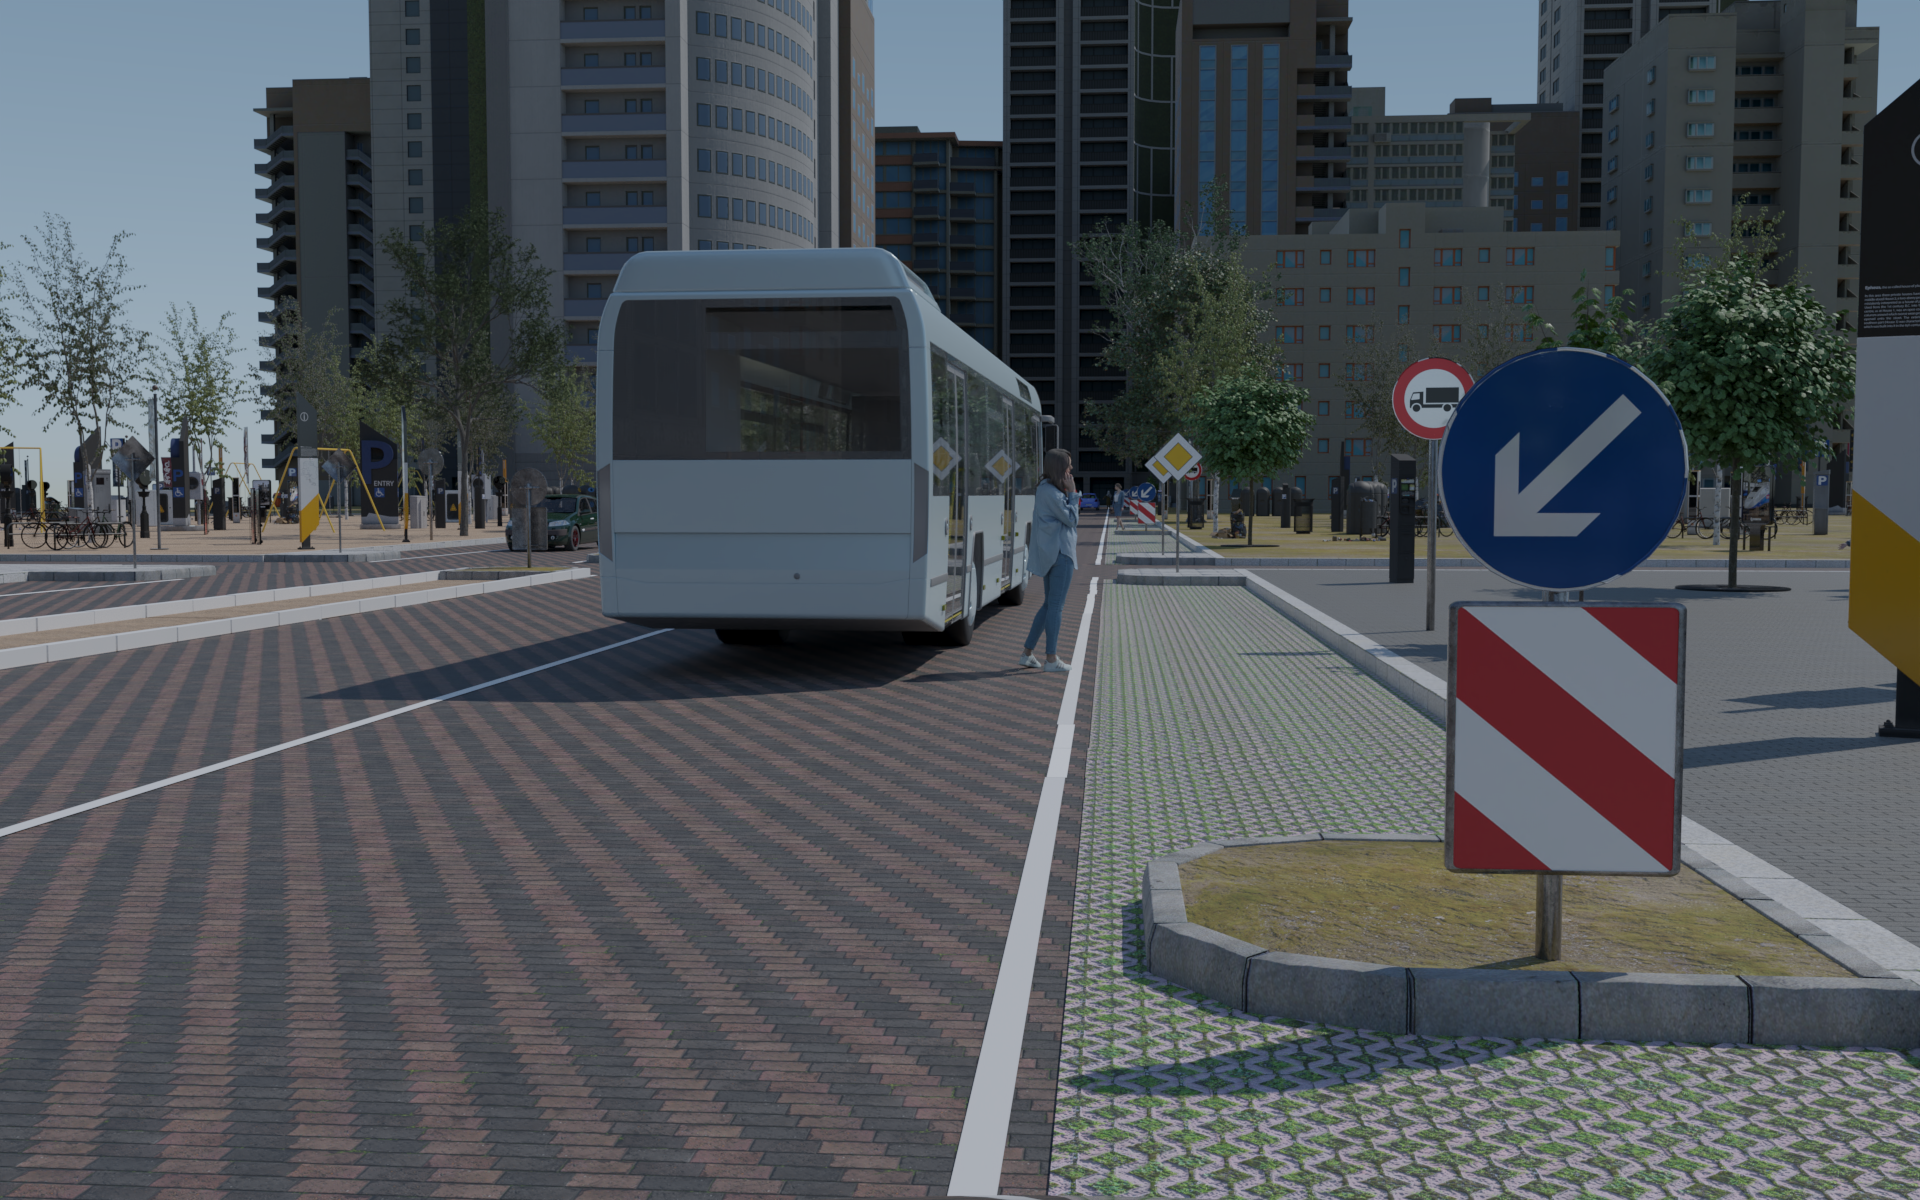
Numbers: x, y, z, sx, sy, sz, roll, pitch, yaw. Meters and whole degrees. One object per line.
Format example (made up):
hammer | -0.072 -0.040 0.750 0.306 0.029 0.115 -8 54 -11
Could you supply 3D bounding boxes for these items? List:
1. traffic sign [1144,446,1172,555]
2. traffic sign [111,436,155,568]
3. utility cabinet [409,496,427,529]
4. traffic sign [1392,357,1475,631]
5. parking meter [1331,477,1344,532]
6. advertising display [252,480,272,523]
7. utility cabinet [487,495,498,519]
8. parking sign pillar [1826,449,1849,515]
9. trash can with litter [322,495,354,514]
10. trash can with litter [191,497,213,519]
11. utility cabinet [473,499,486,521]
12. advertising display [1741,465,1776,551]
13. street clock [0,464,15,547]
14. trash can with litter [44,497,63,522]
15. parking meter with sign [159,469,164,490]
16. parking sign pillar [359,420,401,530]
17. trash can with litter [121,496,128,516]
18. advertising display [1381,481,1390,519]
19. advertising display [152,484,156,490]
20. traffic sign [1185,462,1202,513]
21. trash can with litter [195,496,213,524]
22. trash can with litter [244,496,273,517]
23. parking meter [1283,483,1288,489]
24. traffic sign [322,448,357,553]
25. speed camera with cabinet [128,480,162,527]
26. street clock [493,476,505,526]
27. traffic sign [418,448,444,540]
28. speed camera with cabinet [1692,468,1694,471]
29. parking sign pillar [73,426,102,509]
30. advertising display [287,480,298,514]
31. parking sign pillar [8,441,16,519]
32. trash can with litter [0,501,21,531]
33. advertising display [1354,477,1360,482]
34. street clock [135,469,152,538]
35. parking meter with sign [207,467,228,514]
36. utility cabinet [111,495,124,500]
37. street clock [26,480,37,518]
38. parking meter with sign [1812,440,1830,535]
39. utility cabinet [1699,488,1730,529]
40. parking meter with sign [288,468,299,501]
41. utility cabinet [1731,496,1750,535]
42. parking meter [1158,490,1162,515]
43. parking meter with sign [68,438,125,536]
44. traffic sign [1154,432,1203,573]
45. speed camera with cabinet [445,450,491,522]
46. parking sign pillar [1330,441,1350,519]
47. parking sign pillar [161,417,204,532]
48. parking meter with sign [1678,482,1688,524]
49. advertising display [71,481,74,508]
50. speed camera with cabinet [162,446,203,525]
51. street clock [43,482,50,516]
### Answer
traffic sign | 4.246 -1.991 36.194 0.795 2.450 0.064 0 4 5
traffic sign | -14.225 -1.600 29.808 0.795 2.450 0.064 0 4 5
utility cabinet | -20.191 -3.268 64.600 0.306 1.237 1.020 0 4 2
traffic sign | 4.423 -0.985 16.207 0.768 2.556 0.104 1 4 12
parking meter | 12.759 -3.233 58.568 0.255 1.863 0.399 -3 5 -39
advertising display | -31.278 -4.429 77.630 0.974 1.923 0.123 1 4 20
utility cabinet | -23.830 -4.697 87.951 0.306 1.237 1.020 -3 5 -42
parking sign pillar | 52.991 -7.103 104.602 1.447 3.967 1.447 -1 4 -21
trash can with litter | -40.315 -6.162 111.801 2.233 1.210 1.678 0 4 -5
trash can with litter | -38.617 -4.716 88.166 1.678 1.210 2.233 0 4 -3
utility cabinet | -22.614 -4.455 81.520 0.318 1.500 1.173 -2 4 -29
advertising display | 18.070 -2.081 39.233 0.123 1.923 0.974 -1 4 -13
street clock | -23.128 -2.293 42.064 0.358 2.002 0.471 -1 4 -21
trash can with litter | -40.328 -4.030 77.283 0.624 1.170 1.055 1 4 19
parking meter with sign | -45.277 -6.240 98.291 0.543 3.016 1.738 0 4 -3
parking sign pillar | -21.168 -4.566 63.121 1.447 3.967 1.447 -1 4 -16
trash can with litter | -48.624 -5.553 101.851 2.233 1.210 1.678 -1 4 -22
advertising display | 21.468 -5.061 87.956 0.974 1.923 0.123 -3 4 -38
advertising display | -49.732 -6.270 107.725 0.974 1.923 0.123 0 4 4
traffic sign | 8.648 -3.949 64.679 0.768 2.556 0.104 1 4 12
trash can with litter | -31.729 -3.777 73.147 1.055 1.170 0.624 -2 4 -28
trash can with litter | -40.241 -5.411 99.531 2.233 1.210 1.678 -1 4 -22
parking meter | 17.226 -5.261 91.722 0.255 1.863 0.399 0 4 2
traffic sign | -13.529 -2.087 37.763 0.795 2.450 0.064 0 4 5
speed camera with cabinet | -32.413 -4.546 68.665 0.660 3.252 2.038 -3 4 -39
street clock | -18.235 -3.915 68.581 0.471 2.002 0.358 -1 4 -18
traffic sign | -14.672 -2.929 47.999 0.768 2.556 0.104 1 4 9
speed camera with cabinet | 42.447 -6.542 101.305 0.660 3.252 2.038 0 4 8
parking sign pillar | -34.358 -4.879 68.241 1.447 3.967 1.447 0 4 5
advertising display | -31.527 -4.687 81.853 0.123 1.923 0.974 0 4 0
parking sign pillar | -48.907 -6.101 88.225 1.447 3.967 1.447 -3 4 -38
trash can with litter | -34.311 -3.086 61.516 1.678 1.210 2.233 -2 4 -31
advertising display | 15.021 -3.690 65.550 0.123 1.923 0.974 0 4 8
street clock | -23.732 -2.802 50.375 0.358 2.002 0.471 2 4 24
parking meter with sign | -47.668 -7.042 111.399 1.738 3.016 0.543 2 4 34
utility cabinet | -51.093 -5.718 104.656 1.020 1.237 0.306 0 4 -1
street clock | -47.192 -5.108 88.083 0.471 2.002 0.358 -3 5 -44
parking meter with sign | 27.241 -3.582 54.827 0.543 3.016 1.738 1 4 23
utility cabinet | 27.646 -3.356 63.556 1.173 1.500 0.318 3 5 42
parking meter with sign | -44.378 -7.296 115.545 0.543 3.016 1.738 -2 4 -31
utility cabinet | 24.561 -2.639 54.303 1.020 1.237 0.306 -3 4 -37
parking meter | 12.074 -5.855 104.147 0.372 1.533 0.369 0 3 0
parking meter with sign | -26.542 -3.485 53.236 0.543 3.016 1.738 1 4 23
traffic sign | 3.550 -1.504 28.239 0.795 2.450 0.064 0 4 5
speed camera with cabinet | -22.242 -5.129 78.187 2.038 3.252 0.660 1 4 13
parking sign pillar | 19.802 -6.162 89.220 1.447 3.967 1.447 1 4 10
parking sign pillar | -26.950 -4.368 59.882 1.447 3.967 1.447 -1 4 -17
parking meter with sign | 31.781 -4.846 75.491 1.738 3.016 0.543 -1 4 -12
advertising display | -42.250 -4.756 82.975 0.974 1.923 0.123 2 4 33
speed camera with cabinet | -32.262 -4.703 71.232 2.038 3.252 0.660 -1 4 -11
street clock | -53.306 -5.895 100.957 0.471 2.002 0.358 0 4 8
